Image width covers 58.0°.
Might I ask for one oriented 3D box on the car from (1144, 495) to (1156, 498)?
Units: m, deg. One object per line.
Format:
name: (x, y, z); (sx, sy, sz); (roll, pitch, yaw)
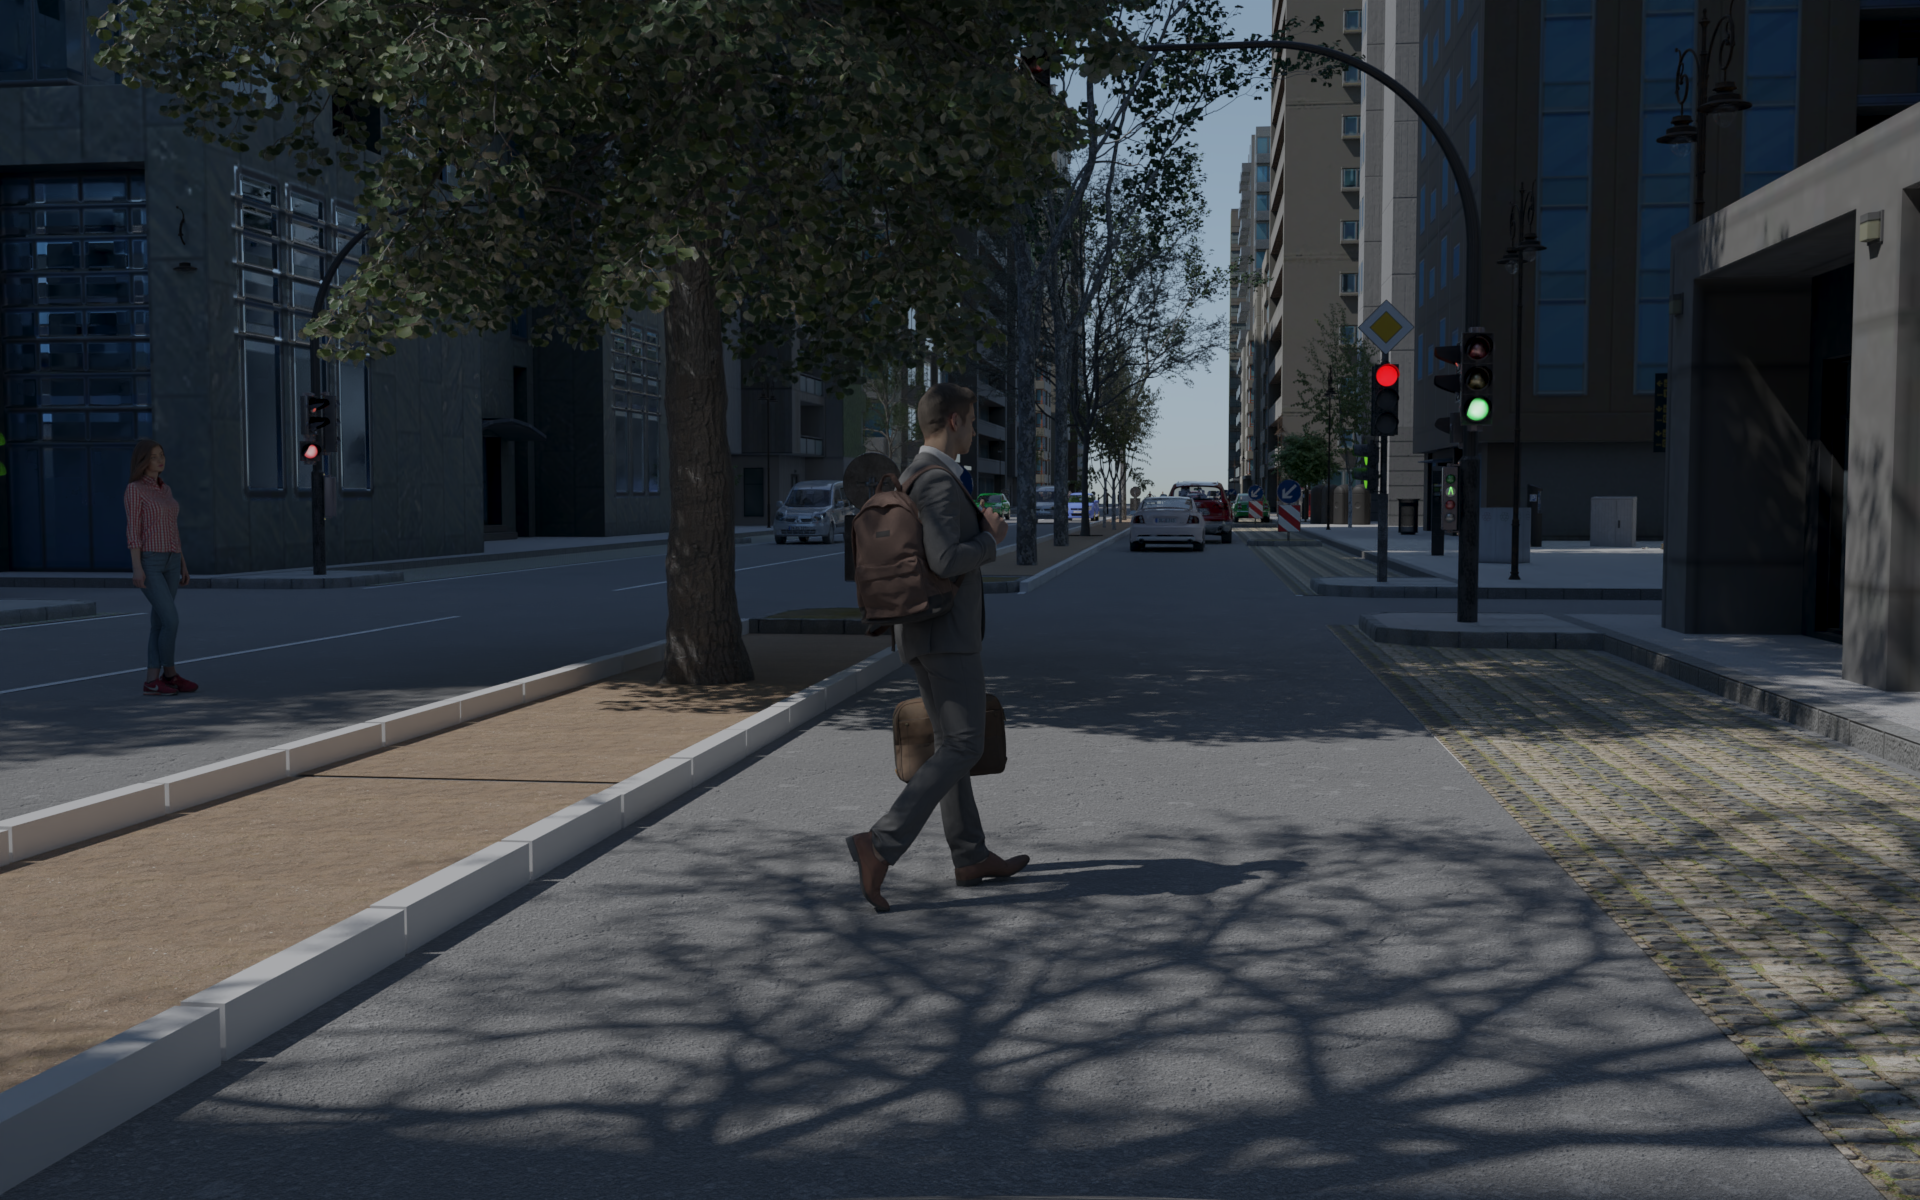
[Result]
car: (27.363, -14.408, 248.157); (1.945, 1.354, 3.894); (1, 4, 8)

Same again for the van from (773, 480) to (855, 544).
van: (-4.248, -2.679, 50.814); (2.013, 2.044, 4.112); (1, 4, 9)

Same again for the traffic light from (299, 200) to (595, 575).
traffic light: (-8.077, -3.210, 27.159); (4.771, 5.953, 1.251); (0, 4, 8)

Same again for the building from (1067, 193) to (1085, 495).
building: (10.533, -36.620, 248.840); (14.600, 45.320, 14.200); (0, 4, 8)

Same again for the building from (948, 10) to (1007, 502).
building: (-7.816, -31.845, 144.362); (21.300, 48.544, 21.600); (0, 4, 8)

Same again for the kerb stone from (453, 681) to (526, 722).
kerb stone: (-3.094, 0.670, 11.270); (0.120, 0.150, 1.000); (0, 4, 8)

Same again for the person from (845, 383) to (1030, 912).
person: (-0.098, 0.138, 6.213); (0.822, 1.834, 0.622); (-2, 4, -29)

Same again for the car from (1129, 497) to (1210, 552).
car: (5.373, -1.972, 44.612); (2.083, 1.381, 4.827); (1, 4, 9)

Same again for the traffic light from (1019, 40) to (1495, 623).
traffic light: (2.984, -2.616, 17.431); (4.771, 5.953, 1.251); (0, 4, 8)

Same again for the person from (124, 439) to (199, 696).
person: (-5.708, -0.232, 12.309); (0.388, 1.821, 0.555); (0, 4, 1)

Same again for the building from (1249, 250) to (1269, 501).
building: (37.280, -17.741, 135.097); (27.650, 21.520, 28.899); (0, 4, 8)

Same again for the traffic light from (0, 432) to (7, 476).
traffic light: (-11.244, -1.870, 19.495); (0.839, 4.253, 0.868); (0, 4, 8)

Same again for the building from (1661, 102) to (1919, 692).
building: (15.467, -34.537, 2.938); (20.563, 71.187, 20.611); (0, 4, 8)

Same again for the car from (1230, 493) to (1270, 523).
car: (14.687, -4.825, 87.678); (1.959, 1.807, 4.718); (0, 4, 6)

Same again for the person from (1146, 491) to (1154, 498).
person: (25.526, -13.704, 232.501); (1.348, 1.831, 0.705); (-2, 4, -28)

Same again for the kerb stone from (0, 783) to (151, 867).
kerb stone: (-3.650, 0.918, 7.188); (0.120, 0.150, 1.000); (0, 4, 8)

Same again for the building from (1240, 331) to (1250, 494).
building: (46.127, -21.465, 195.986); (27.650, 21.520, 28.899); (0, 4, 8)

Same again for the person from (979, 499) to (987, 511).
person: (1.361, -4.818, 92.779); (0.738, 1.151, 1.012); (3, 4, 39)

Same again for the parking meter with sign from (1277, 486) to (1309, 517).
parking meter with sign: (18.571, -6.136, 96.582); (1.738, 3.016, 0.543); (1, 4, 10)

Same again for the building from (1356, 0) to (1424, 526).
building: (29.445, -32.909, 80.056); (21.231, 58.520, 28.212); (0, 4, 8)

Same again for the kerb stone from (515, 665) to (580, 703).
kerb stone: (-2.950, 0.606, 12.282); (0.120, 0.150, 1.000); (0, 4, 8)

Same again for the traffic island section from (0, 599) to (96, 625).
traffic island section: (-11.282, 0.162, 19.635); (2.009, 0.180, 2.903); (0, 4, 8)

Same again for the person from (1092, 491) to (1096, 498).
person: (14.465, -11.058, 190.024); (1.217, 1.735, 0.721); (-3, 4, -37)

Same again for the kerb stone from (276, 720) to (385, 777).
kerb stone: (-3.370, 0.796, 9.227); (0.120, 0.150, 1.000); (0, 4, 8)

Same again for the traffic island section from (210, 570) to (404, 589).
traffic island section: (-10.200, -0.322, 27.547); (2.009, 0.180, 2.903); (0, 4, 8)

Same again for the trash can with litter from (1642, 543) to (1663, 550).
trash can with litter: (16.749, -1.741, 39.527); (1.678, 1.210, 2.233); (-3, 5, -40)

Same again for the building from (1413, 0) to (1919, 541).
building: (21.878, -24.584, 52.068); (14.600, 45.320, 14.200); (0, 4, 8)

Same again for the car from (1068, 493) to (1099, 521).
car: (6.460, -5.056, 92.256); (1.945, 1.707, 3.694); (1, 4, 10)

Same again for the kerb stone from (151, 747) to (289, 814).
kerb stone: (-3.510, 0.858, 8.208); (0.120, 0.150, 1.000); (0, 4, 8)

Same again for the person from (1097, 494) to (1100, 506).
person: (13.211, -9.402, 165.477); (0.557, 1.426, 1.065); (1, 4, 10)

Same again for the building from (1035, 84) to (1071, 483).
building: (0.449, -39.128, 228.985); (28.713, 52.752, 27.495); (0, 4, 8)

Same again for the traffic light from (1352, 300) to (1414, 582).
traffic light: (6.150, -2.219, 25.201); (0.839, 4.253, 0.868); (0, 4, 8)

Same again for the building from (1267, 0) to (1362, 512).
building: (30.887, -29.720, 109.626); (21.300, 48.544, 21.600); (0, 4, 8)

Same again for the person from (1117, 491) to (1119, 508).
person: (15.892, -10.099, 174.446); (0.721, 1.723, 1.217); (0, 4, 6)

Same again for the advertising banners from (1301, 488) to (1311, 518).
advertising banners: (19.220, -6.022, 94.653); (2.074, 3.025, 0.090); (3, 5, 42)

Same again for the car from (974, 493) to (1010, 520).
car: (1.719, -5.349, 96.256); (1.959, 1.807, 4.718); (1, 4, 9)

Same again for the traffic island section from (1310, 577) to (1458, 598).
traffic island section: (6.189, -0.185, 25.310); (2.009, 0.180, 2.903); (0, 4, 8)

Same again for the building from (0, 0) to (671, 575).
building: (-20.774, -44.586, 41.652); (22.319, 86.520, 31.000); (0, 4, 8)

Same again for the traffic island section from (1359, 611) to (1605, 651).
traffic island section: (5.107, 0.299, 17.398); (2.009, 0.180, 2.903); (0, 4, 8)

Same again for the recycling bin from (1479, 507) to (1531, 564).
recycling bin: (10.150, -1.206, 32.273); (0.722, 1.027, 0.722); (3, 5, 43)

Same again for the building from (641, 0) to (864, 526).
building: (-12.191, -23.794, 72.634); (14.154, 41.232, 14.086); (0, 4, 8)

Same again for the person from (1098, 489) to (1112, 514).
person: (10.316, -6.973, 122.513); (1.348, 1.823, 0.705); (-2, 4, -27)

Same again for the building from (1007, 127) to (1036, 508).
building: (-0.496, -29.302, 162.681); (14.154, 41.232, 14.086); (0, 4, 8)

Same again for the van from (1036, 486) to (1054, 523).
van: (4.208, -4.720, 84.186); (2.013, 2.044, 4.112); (1, 4, 9)

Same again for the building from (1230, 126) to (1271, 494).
building: (47.598, -37.078, 225.832); (23.786, 49.044, 30.456); (0, 4, 8)

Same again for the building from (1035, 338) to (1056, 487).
building: (-2.729, -21.790, 201.302); (27.650, 21.520, 28.899); (0, 4, 8)

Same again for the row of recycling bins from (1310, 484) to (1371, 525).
row of recycling bins: (16.062, -4.046, 73.271); (1.069, 1.692, 3.534); (-2, 4, -26)

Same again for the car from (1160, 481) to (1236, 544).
car: (7.097, -2.633, 51.718); (2.281, 1.827, 5.304); (1, 4, 8)

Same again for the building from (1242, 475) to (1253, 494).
building: (42.770, -28.657, 160.419); (32.217, 40.220, 23.993); (0, 4, 8)

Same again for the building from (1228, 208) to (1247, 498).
building: (45.713, -34.567, 248.763); (14.154, 41.232, 14.086); (0, 4, 8)

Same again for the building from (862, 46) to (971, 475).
building: (-12.103, -30.495, 118.205); (23.786, 49.044, 30.456); (0, 4, 8)

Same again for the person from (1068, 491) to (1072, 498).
person: (11.256, -10.279, 177.224); (0.621, 1.740, 0.551); (1, 4, 11)

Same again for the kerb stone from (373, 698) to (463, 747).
kerb stone: (-3.226, 0.731, 10.248); (0.120, 0.150, 1.000); (0, 4, 8)
